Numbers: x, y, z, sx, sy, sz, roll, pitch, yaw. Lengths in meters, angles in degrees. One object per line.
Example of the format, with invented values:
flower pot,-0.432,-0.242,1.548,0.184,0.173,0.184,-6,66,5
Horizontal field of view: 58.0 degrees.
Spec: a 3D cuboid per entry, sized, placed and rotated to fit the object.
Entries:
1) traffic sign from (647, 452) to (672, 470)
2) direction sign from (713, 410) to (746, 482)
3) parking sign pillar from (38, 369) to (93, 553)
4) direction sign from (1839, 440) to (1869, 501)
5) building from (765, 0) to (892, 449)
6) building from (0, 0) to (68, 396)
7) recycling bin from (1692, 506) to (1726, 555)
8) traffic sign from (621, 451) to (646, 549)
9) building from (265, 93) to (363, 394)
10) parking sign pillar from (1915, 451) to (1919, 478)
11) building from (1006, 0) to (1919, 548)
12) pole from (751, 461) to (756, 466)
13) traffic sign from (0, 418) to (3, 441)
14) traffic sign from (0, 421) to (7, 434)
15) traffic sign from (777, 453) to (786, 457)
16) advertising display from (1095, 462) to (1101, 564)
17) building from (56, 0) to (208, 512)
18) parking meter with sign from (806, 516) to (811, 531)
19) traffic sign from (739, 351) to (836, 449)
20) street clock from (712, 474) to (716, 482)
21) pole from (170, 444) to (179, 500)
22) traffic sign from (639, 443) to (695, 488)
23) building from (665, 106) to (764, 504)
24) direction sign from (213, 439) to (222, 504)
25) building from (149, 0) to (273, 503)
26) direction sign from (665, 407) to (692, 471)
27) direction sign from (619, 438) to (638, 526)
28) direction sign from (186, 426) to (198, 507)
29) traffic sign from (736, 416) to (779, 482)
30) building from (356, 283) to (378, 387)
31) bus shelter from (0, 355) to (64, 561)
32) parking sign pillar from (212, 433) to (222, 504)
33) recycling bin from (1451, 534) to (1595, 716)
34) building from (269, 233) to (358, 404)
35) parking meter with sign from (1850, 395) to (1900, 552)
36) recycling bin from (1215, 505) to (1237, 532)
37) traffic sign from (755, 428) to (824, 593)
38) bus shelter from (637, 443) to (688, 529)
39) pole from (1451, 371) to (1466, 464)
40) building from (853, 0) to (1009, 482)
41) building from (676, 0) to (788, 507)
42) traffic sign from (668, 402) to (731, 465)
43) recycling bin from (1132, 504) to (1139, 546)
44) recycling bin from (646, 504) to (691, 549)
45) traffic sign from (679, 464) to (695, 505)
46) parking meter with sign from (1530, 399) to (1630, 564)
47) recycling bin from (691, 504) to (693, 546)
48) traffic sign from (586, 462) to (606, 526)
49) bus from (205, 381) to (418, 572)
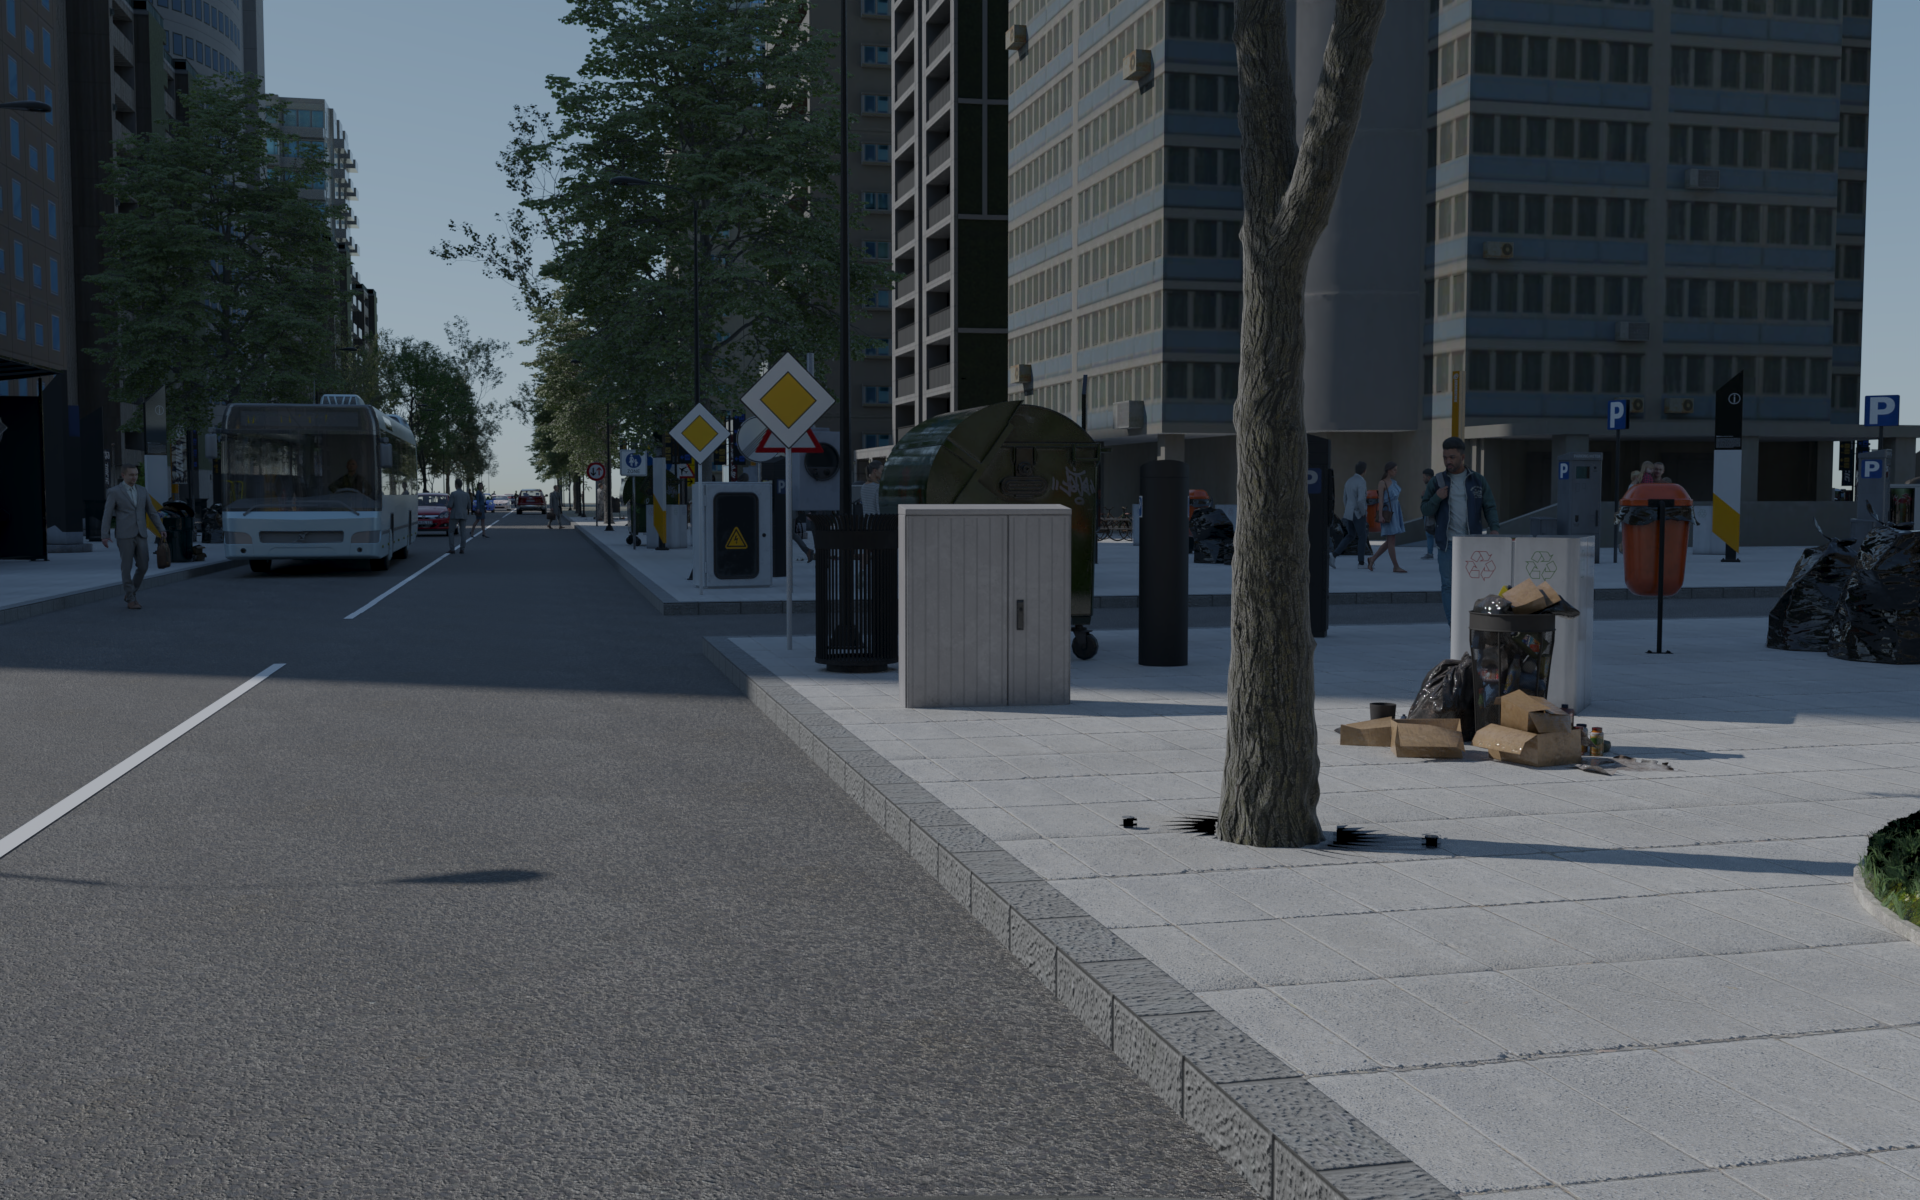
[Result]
traffic sign,-8.360,-2.935,48.095,0.768,2.556,0.104,0,4,-6
direction sign,-6.200,-3.343,46.663,0.876,3.537,0.379,0,4,4
parking sign pillar,-19.899,-3.030,38.019,1.447,3.967,1.447,2,4,28
direction sign,29.718,-4.015,57.636,0.876,3.537,0.379,2,4,23
building,-1.428,-30.346,119.861,21.300,48.544,21.600,-1,4,-14
building,-45.817,-25.659,69.640,14.600,45.320,14.200,-1,4,-14
recycling bin,16.014,-1.484,36.811,0.722,1.027,0.722,2,4,31
traffic sign,-7.535,-2.318,40.028,0.606,2.300,0.079,-1,4,-11
building,-84.990,-36.090,209.675,23.786,49.044,30.456,-1,4,-14
parking sign pillar,53.975,-6.707,98.138,1.447,3.967,1.447,0,4,3
building,15.375,-22.311,56.662,23.993,40.220,32.217,-1,4,-14
pole,-7.247,-4.090,60.710,0.158,3.312,0.155,0,3,0
traffic sign,-13.435,-1.437,23.606,0.768,2.556,0.104,0,4,-4
traffic sign,-11.432,-1.089,19.997,0.795,2.593,0.064,-1,4,-14
traffic sign,-4.223,-2.468,40.359,0.884,2.594,0.081,0,4,-8
advertising display,2.122,-1.637,31.978,0.974,1.923,0.123,2,4,25
building,-55.914,-20.591,108.367,14.160,30.474,14.107,-1,4,-14
parking meter with sign,-5.148,-3.920,60.355,1.738,3.016,0.543,0,4,1
traffic sign,-1.382,-0.734,14.195,0.795,2.593,0.064,-1,4,-14
street clock,-9.152,-3.603,63.484,0.358,2.002,0.471,1,4,16
pole,-25.735,-3.848,56.757,0.158,3.312,0.155,0,3,0
traffic sign,-11.680,-4.617,69.368,2.265,3.308,0.079,-1,4,-12
building,-24.684,-36.066,213.374,21.300,48.544,21.600,-1,4,-14
direction sign,-30.372,-4.839,71.108,0.876,3.537,0.379,2,4,34
building,-64.302,-35.804,127.399,21.231,58.520,28.212,-1,4,-14
direction sign,-7.374,-3.238,44.946,0.876,3.537,0.379,1,4,13
direction sign,-13.357,-4.765,69.911,0.379,3.537,0.876,3,5,44
direction sign,-24.527,-3.861,55.125,0.379,3.537,0.876,1,4,9
traffic sign,-3.257,-1.721,28.251,0.768,2.556,0.104,-1,4,-10
building,-86.056,-28.206,232.870,14.160,30.474,14.107,-1,4,-14
bus shelter,-17.227,-2.367,29.982,1.731,3.624,6.357,-1,4,-14
parking sign pillar,-31.219,-5.179,73.156,1.447,3.967,1.447,-1,4,-14
recycling bin,3.395,0.129,10.446,0.722,1.027,0.722,2,4,28
building,-74.590,-25.569,189.756,14.160,30.474,14.107,-1,4,-14
parking meter with sign,15.743,-2.056,29.879,0.543,3.016,1.738,2,4,35
recycling bin,6.532,-1.742,41.038,0.722,1.027,0.722,-3,4,-37
traffic sign,-2.206,-1.372,22.432,0.884,2.594,0.081,0,4,-5
bus shelter,-11.211,-4.350,65.046,2.014,3.302,5.546,-1,4,-14
pole,8.263,-2.136,28.772,0.158,3.312,0.155,0,3,0
building,6.385,-39.724,87.740,20.563,71.187,20.611,-1,4,-14
building,-30.074,-56.631,238.587,22.319,86.520,31.000,-1,4,-14
traffic sign,-3.270,-1.209,21.955,0.795,2.593,0.064,-1,4,-14
recycling bin,4.668,-1.874,43.189,0.722,1.027,0.722,0,4,3
recycling bin,-6.933,-1.736,40.944,0.722,1.027,0.722,1,4,22
traffic sign,-9.267,-3.547,57.991,0.884,2.594,0.081,-1,4,-9
parking meter with sign,11.399,-2.182,31.936,1.738,3.016,0.543,-1,4,-15
recycling bin,-6.228,-1.837,42.593,0.722,1.027,0.722,-1,4,-17
traffic sign,-14.372,-4.182,68.488,0.768,2.556,0.104,0,4,-7
bus,-12.616,-2.449,34.905,2.948,3.499,13.247,-1,4,-14
